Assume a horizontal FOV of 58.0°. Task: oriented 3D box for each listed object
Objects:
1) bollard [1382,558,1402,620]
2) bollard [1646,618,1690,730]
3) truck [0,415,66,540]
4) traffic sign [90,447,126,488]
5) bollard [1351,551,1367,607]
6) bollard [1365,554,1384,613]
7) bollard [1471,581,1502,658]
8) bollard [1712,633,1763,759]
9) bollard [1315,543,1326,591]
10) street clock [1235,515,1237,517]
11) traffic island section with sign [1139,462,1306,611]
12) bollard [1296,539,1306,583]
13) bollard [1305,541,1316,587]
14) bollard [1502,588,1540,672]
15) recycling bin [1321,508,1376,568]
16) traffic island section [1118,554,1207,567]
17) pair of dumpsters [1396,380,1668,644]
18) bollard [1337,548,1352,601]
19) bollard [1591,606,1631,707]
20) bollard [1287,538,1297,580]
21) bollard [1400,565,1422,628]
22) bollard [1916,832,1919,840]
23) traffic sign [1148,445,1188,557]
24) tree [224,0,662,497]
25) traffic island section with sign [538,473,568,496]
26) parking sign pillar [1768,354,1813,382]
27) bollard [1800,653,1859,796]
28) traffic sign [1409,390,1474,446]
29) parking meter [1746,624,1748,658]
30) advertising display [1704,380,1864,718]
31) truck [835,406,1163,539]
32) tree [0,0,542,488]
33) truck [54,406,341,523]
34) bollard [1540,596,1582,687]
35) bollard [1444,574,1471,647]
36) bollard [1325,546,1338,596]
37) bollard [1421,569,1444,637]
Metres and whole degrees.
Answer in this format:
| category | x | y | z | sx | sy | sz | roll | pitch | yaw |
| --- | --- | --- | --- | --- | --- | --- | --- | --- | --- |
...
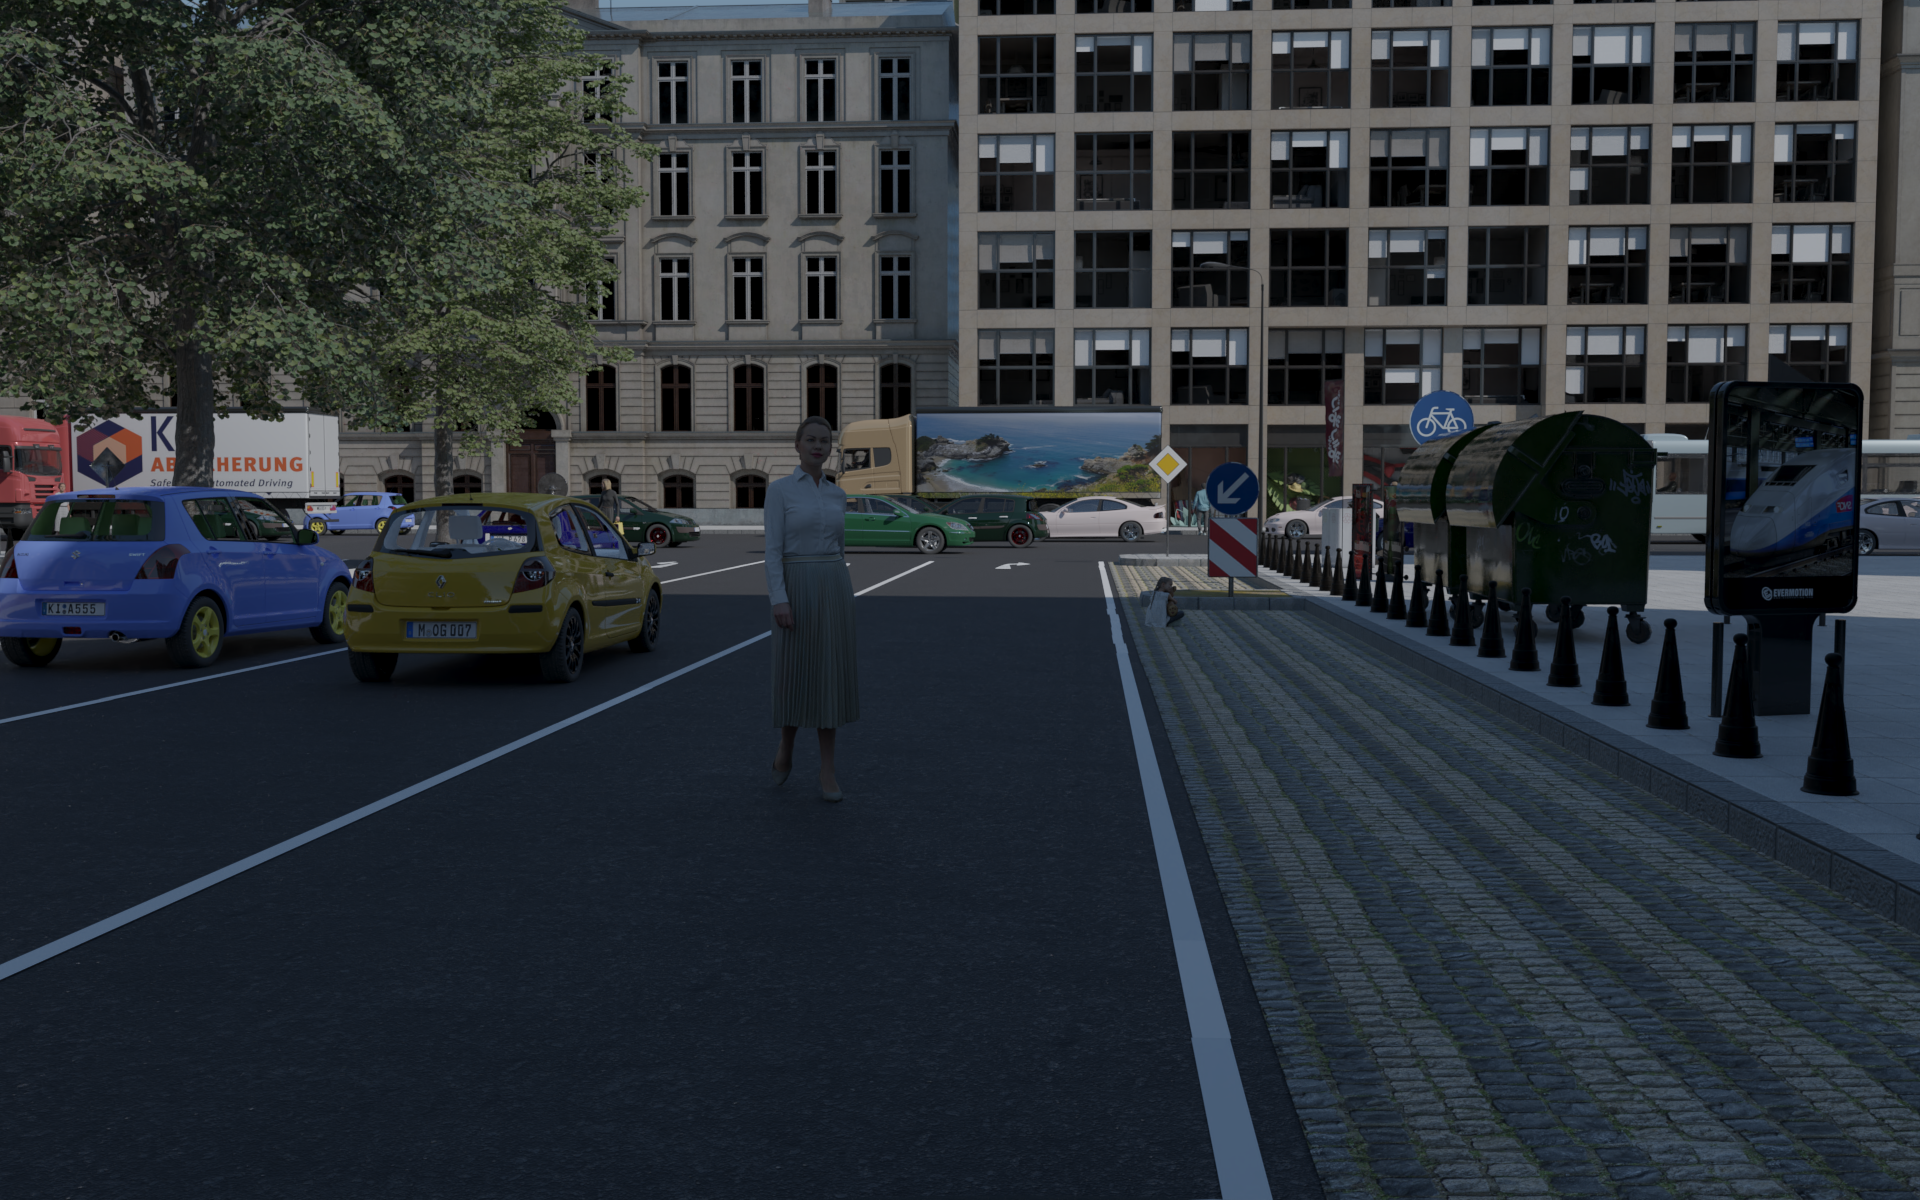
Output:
| category | x | y | z | sx | sy | sz | roll | pitch | yaw |
| --- | --- | --- | --- | --- | --- | --- | --- | --- | --- |
| bollard | 4.486 | -0.104 | 17.749 | 0.229 | 0.601 | 0.229 | 0 | 3 | 0 |
| bollard | 3.893 | 0.400 | 9.507 | 0.229 | 0.601 | 0.229 | 0 | 3 | 0 |
| truck | -33.084 | -3.966 | 53.751 | 11.283 | 4.237 | 2.839 | 0 | 4 | 5 |
| traffic sign | -18.197 | -2.040 | 36.991 | 0.795 | 2.450 | 0.064 | 0 | 4 | 4 |
| bollard | 4.636 | -0.231 | 19.821 | 0.229 | 0.601 | 0.229 | 0 | 3 | 0 |
| bollard | 4.563 | -0.168 | 18.785 | 0.229 | 0.601 | 0.229 | 0 | 3 | 0 |
| bollard | 4.191 | 0.147 | 13.635 | 0.229 | 0.601 | 0.229 | 0 | 3 | 0 |
| bollard | 3.817 | 0.462 | 8.483 | 0.229 | 0.601 | 0.229 | 0 | 3 | 0 |
| bollard | 4.862 | -0.421 | 22.917 | 0.229 | 0.601 | 0.229 | 0 | 3 | 0 |
| street clock | 10.335 | -3.701 | 65.087 | 0.471 | 2.002 | 0.358 | 0 | 4 | 2 |
| traffic island section with sign | 3.316 | -0.830 | 22.193 | 1.989 | 1.847 | 2.006 | 0 | 4 | 4 |
| bollard | 5.010 | -0.547 | 24.981 | 0.229 | 0.601 | 0.229 | 0 | 3 | 0 |
| bollard | 4.934 | -0.483 | 23.946 | 0.229 | 0.601 | 0.229 | 0 | 3 | 0 |
| bollard | 4.116 | 0.210 | 12.605 | 0.229 | 0.601 | 0.229 | 0 | 3 | 0 |
| recycling bin | 6.799 | -1.087 | 30.324 | 0.722 | 1.027 | 0.722 | -1 | 4 | -12 |
| traffic island section | 4.261 | -0.805 | 35.435 | 2.009 | 0.180 | 2.903 | 0 | 4 | 4 |
| pair of dumpsters | 5.424 | -0.877 | 16.833 | 1.574 | 2.255 | 4.437 | 0 | 4 | 4 |
| bollard | 4.710 | -0.295 | 20.858 | 0.229 | 0.601 | 0.229 | 0 | 3 | 0 |
| bollard | 3.968 | 0.336 | 10.541 | 0.229 | 0.601 | 0.229 | 0 | 3 | 0 |
| bollard | 5.082 | -0.610 | 26.015 | 0.229 | 0.601 | 0.229 | 0 | 3 | 0 |
| bollard | 4.413 | -0.041 | 16.710 | 0.229 | 0.601 | 0.229 | 0 | 3 | 0 |
| bollard | 3.671 | 0.590 | 6.397 | 0.229 | 0.601 | 0.229 | 0 | 3 | 0 |
| traffic sign | 4.237 | -1.940 | 35.359 | 0.795 | 2.450 | 0.064 | 0 | 4 | 4 |
| tree | -9.229 | -6.743 | 30.837 | 7.486 | 12.596 | 7.792 | 0 | 3 | 0 |
| traffic island section with sign | -8.789 | -1.742 | 36.611 | 2.006 | 1.907 | 1.989 | 0 | 4 | 4 |
| parking sign pillar | 16.224 | -2.740 | 33.279 | 1.447 | 3.967 | 1.447 | 0 | 4 | 6 |
| bollard | 3.745 | 0.526 | 7.440 | 0.229 | 0.601 | 0.229 | 0 | 3 | 0 |
| traffic sign | 5.914 | -1.298 | 21.332 | 0.768 | 2.556 | 0.104 | 1 | 4 | 11 |
| parking meter | 5.530 | -0.363 | 11.641 | 0.255 | 1.863 | 0.399 | -1 | 4 | -14 |
| advertising display | 4.766 | -0.295 | 10.031 | 0.974 | 1.923 | 0.123 | -1 | 4 | -16 |
| truck | 0.940 | -4.144 | 56.674 | 11.283 | 4.237 | 2.839 | 0 | 4 | 6 |
| tree | -9.903 | -6.908 | 22.065 | 9.857 | 13.997 | 8.962 | 0 | 3 | 0 |
| truck | -26.325 | -4.158 | 56.897 | 11.283 | 4.237 | 2.839 | 0 | 4 | 3 |
| bollard | 4.044 | 0.273 | 11.577 | 0.229 | 0.601 | 0.229 | 0 | 3 | 0 |
| bollard | 4.260 | 0.084 | 14.663 | 0.229 | 0.601 | 0.229 | 0 | 3 | 0 |
| bollard | 4.785 | -0.358 | 21.889 | 0.229 | 0.601 | 0.229 | 0 | 3 | 0 |
| bollard | 4.337 | 0.022 | 15.687 | 0.229 | 0.601 | 0.229 | 0 | 3 | 0 |
